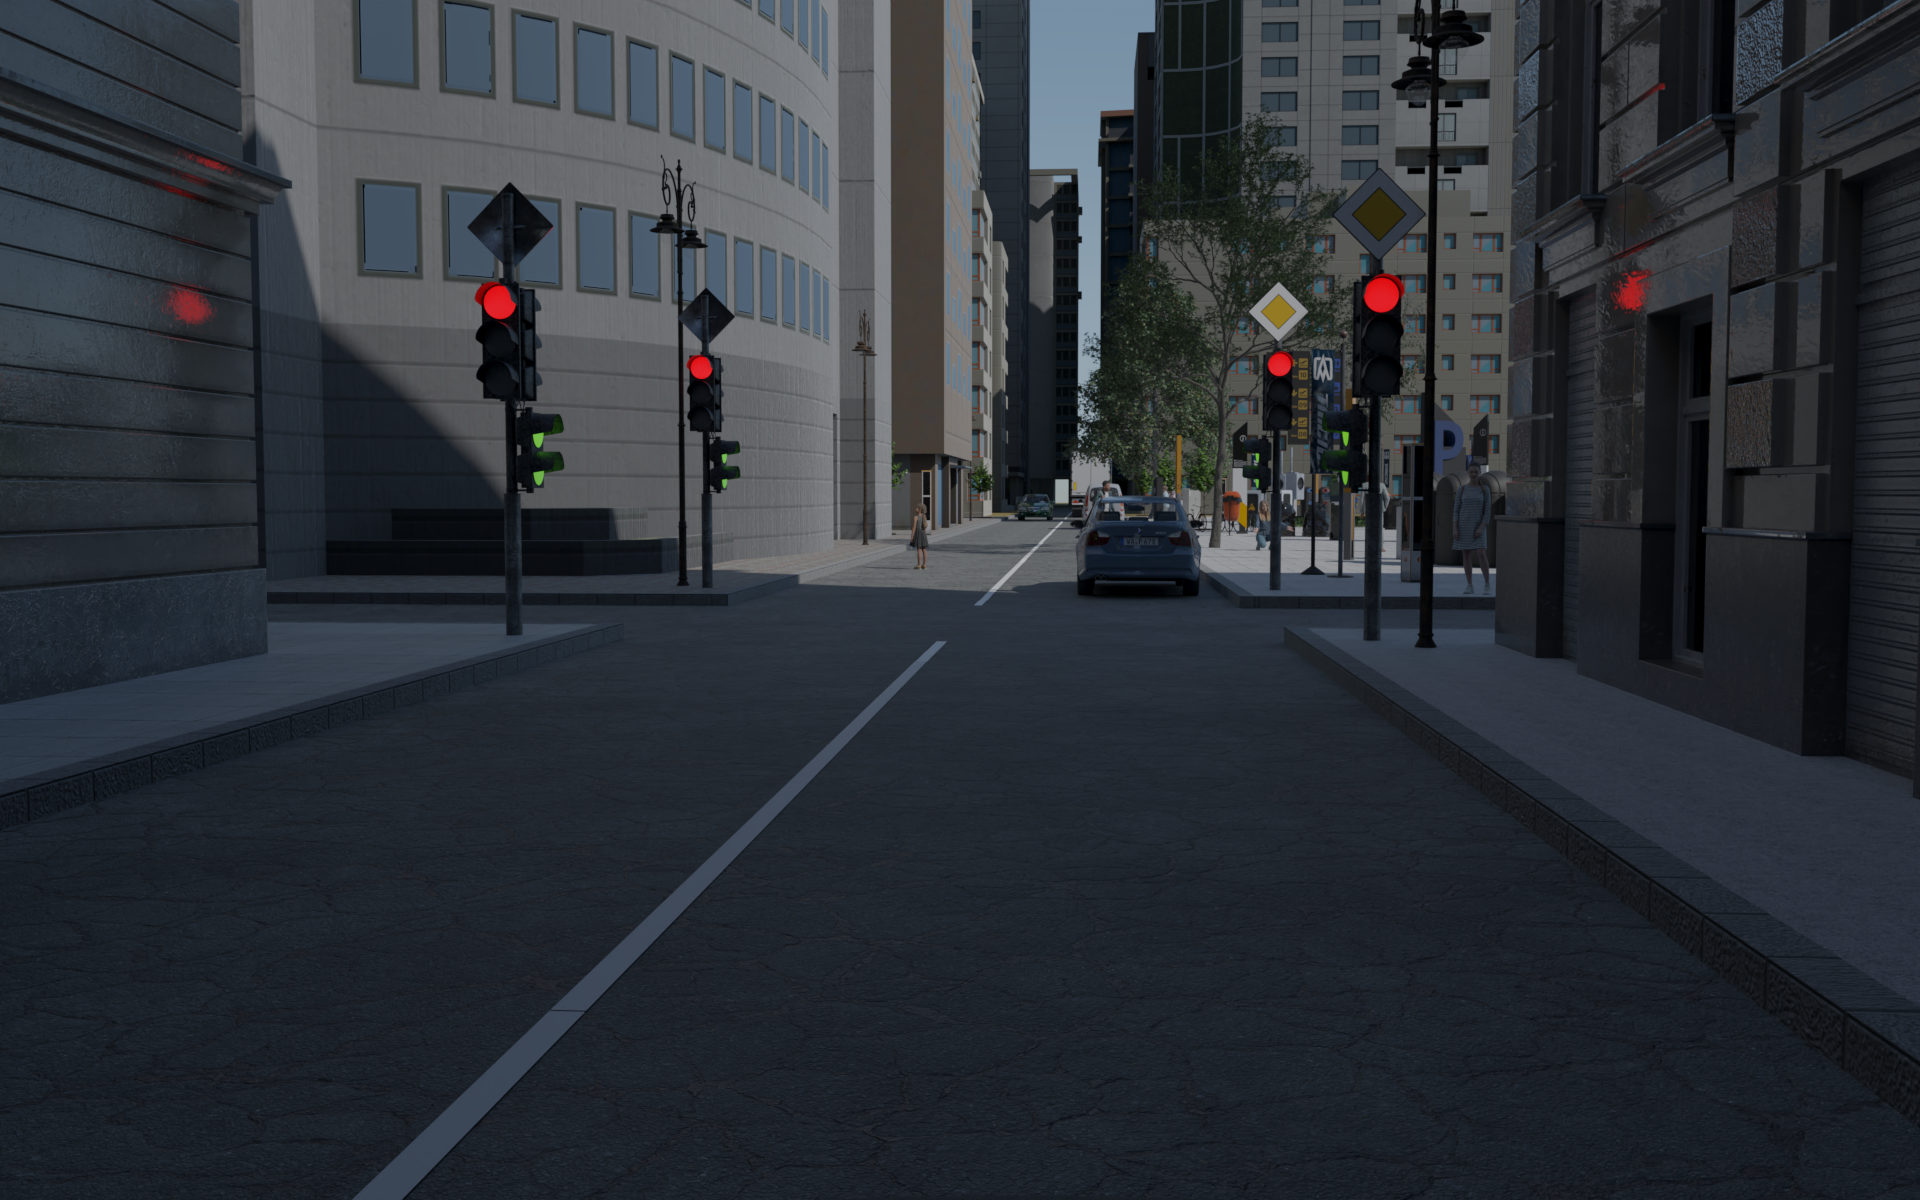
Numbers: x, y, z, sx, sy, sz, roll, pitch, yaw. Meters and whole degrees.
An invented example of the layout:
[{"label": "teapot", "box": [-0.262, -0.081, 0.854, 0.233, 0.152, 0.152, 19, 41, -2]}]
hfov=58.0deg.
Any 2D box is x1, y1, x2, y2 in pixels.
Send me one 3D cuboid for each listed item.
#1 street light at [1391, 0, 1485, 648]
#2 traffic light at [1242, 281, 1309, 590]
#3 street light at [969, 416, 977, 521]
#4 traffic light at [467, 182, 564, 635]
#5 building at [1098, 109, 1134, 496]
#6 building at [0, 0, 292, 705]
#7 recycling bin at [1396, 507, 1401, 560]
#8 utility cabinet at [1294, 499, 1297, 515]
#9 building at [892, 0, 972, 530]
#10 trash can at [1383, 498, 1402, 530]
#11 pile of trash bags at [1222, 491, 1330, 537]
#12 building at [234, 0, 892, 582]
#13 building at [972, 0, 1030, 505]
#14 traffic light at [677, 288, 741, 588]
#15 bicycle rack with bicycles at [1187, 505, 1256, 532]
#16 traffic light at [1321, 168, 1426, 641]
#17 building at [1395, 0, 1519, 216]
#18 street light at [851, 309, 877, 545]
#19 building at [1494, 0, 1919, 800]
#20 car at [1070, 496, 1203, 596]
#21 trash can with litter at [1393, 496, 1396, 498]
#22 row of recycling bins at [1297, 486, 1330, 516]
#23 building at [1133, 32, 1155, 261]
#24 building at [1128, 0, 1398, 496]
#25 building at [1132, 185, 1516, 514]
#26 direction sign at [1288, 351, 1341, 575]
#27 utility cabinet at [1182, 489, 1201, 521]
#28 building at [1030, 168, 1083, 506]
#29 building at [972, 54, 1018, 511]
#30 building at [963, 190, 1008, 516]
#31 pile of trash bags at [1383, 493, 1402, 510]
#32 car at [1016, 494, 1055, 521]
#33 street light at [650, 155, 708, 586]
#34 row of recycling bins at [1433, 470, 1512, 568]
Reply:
[{"label": "street light", "box": [3.901, -2.541, 14.331, 0.468, 5.910, 1.993, 0, 4, 4]}, {"label": "traffic light", "box": [4.198, -2.088, 23.061, 0.839, 4.253, 0.868, 0, 4, 4]}, {"label": "street light", "box": [0.510, -6.721, 82.683, 0.468, 5.910, 1.993, 0, 4, 4]}, {"label": "traffic light", "box": [-4.041, -1.635, 15.654, 0.839, 4.253, 0.868, 0, 4, 4]}, {"label": "building", "box": [28.012, -32.824, 191.298, 28.867, 44.769, 22.147, 0, 4, 4]}, {"label": "building", "box": [-22.846, -11.636, 9.339, 34.723, 24.649, 14.460, 0, 4, 4]}, {"label": "recycling bin", "box": [9.032, -1.304, 33.870, 0.722, 1.027, 0.722, -2, 4, -33]}, {"label": "utility cabinet", "box": [16.163, -4.528, 85.187, 0.306, 1.237, 1.020, 3, 5, 44]}, {"label": "building", "box": [-6.902, -25.499, 67.015, 14.600, 45.320, 14.200, 0, 4, 4]}, {"label": "trash can", "box": [15.473, -3.088, 62.140, 0.748, 1.137, 0.748, 0, 3, 0]}, {"label": "pile of trash bags", "box": [9.654, -2.628, 52.728, 3.447, 1.369, 1.912, 1, 4, 21]}, {"label": "building", "box": [-13.595, -30.329, 37.880, 21.231, 58.520, 28.212, 0, 4, 4]}, {"label": "building", "box": [-3.968, -44.385, 163.954, 20.611, 71.187, 20.563, 0, 4, 4]}, {"label": "traffic light", "box": [-3.443, -2.122, 23.617, 0.839, 4.253, 0.868, 0, 4, 4]}, {"label": "bicycle rack with bicycles", "box": [9.122, -2.745, 58.270, 2.852, 0.926, 2.925, -1, 4, -12]}, {"label": "traffic light", "box": [3.600, -1.601, 15.098, 0.839, 4.253, 0.868, 0, 4, 4]}, {"label": "building", "box": [45.825, -34.701, 156.607, 27.495, 52.752, 28.713, 0, 4, 4]}, {"label": "street light", "box": [-2.384, -4.322, 43.459, 0.468, 5.910, 1.993, 0, 4, 4]}, {"label": "building", "box": [9.316, -12.497, 1.588, 12.463, 27.353, 25.104, 0, 4, 4]}, {"label": "car", "box": [2.631, -0.842, 25.766, 2.014, 1.417, 4.499, 0, 4, 5]}, {"label": "trash can with litter", "box": [24.191, -5.120, 95.096, 1.055, 1.170, 0.624, 1, 4, 16]}, {"label": "row of recycling bins", "box": [19.296, -5.305, 93.842, 3.534, 1.692, 1.069, 0, 4, -8]}, {"label": "building", "box": [23.629, -31.533, 165.671, 14.600, 45.320, 14.200, 0, 4, 4]}, {"label": "building", "box": [24.905, -43.349, 147.013, 20.563, 71.187, 20.611, 0, 4, 4]}, {"label": "building", "box": [26.449, -16.999, 122.965, 27.650, 21.520, 28.899, 0, 4, 4]}, {"label": "direction sign", "box": [5.623, -2.171, 27.498, 0.876, 3.537, 0.379, -1, 4, -9]}, {"label": "utility cabinet", "box": [9.628, -3.869, 71.938, 0.318, 1.500, 1.173, 2, 4, 32]}, {"label": "building", "box": [1.845, -30.898, 197.067, 23.993, 40.220, 32.217, 0, 4, 4]}, {"label": "building", "box": [-11.075, -27.448, 140.660, 32.217, 40.220, 23.993, 0, 4, 4]}, {"label": "building", "box": [-11.354, -16.463, 114.216, 27.650, 21.520, 28.899, 0, 4, 4]}, {"label": "pile of trash bags", "box": [22.912, -4.816, 88.497, 1.912, 1.369, 3.447, -3, 5, -44]}, {"label": "car", "box": [4.171, -5.114, 95.414, 2.131, 1.459, 4.920, 0, 4, 5]}, {"label": "street light", "box": [-3.879, -3.137, 24.081, 0.468, 5.910, 1.993, 0, 4, 4]}, {"label": "row of recycling bins", "box": [9.253, -1.446, 30.760, 1.069, 1.692, 3.534, -2, 4, -27]}]
